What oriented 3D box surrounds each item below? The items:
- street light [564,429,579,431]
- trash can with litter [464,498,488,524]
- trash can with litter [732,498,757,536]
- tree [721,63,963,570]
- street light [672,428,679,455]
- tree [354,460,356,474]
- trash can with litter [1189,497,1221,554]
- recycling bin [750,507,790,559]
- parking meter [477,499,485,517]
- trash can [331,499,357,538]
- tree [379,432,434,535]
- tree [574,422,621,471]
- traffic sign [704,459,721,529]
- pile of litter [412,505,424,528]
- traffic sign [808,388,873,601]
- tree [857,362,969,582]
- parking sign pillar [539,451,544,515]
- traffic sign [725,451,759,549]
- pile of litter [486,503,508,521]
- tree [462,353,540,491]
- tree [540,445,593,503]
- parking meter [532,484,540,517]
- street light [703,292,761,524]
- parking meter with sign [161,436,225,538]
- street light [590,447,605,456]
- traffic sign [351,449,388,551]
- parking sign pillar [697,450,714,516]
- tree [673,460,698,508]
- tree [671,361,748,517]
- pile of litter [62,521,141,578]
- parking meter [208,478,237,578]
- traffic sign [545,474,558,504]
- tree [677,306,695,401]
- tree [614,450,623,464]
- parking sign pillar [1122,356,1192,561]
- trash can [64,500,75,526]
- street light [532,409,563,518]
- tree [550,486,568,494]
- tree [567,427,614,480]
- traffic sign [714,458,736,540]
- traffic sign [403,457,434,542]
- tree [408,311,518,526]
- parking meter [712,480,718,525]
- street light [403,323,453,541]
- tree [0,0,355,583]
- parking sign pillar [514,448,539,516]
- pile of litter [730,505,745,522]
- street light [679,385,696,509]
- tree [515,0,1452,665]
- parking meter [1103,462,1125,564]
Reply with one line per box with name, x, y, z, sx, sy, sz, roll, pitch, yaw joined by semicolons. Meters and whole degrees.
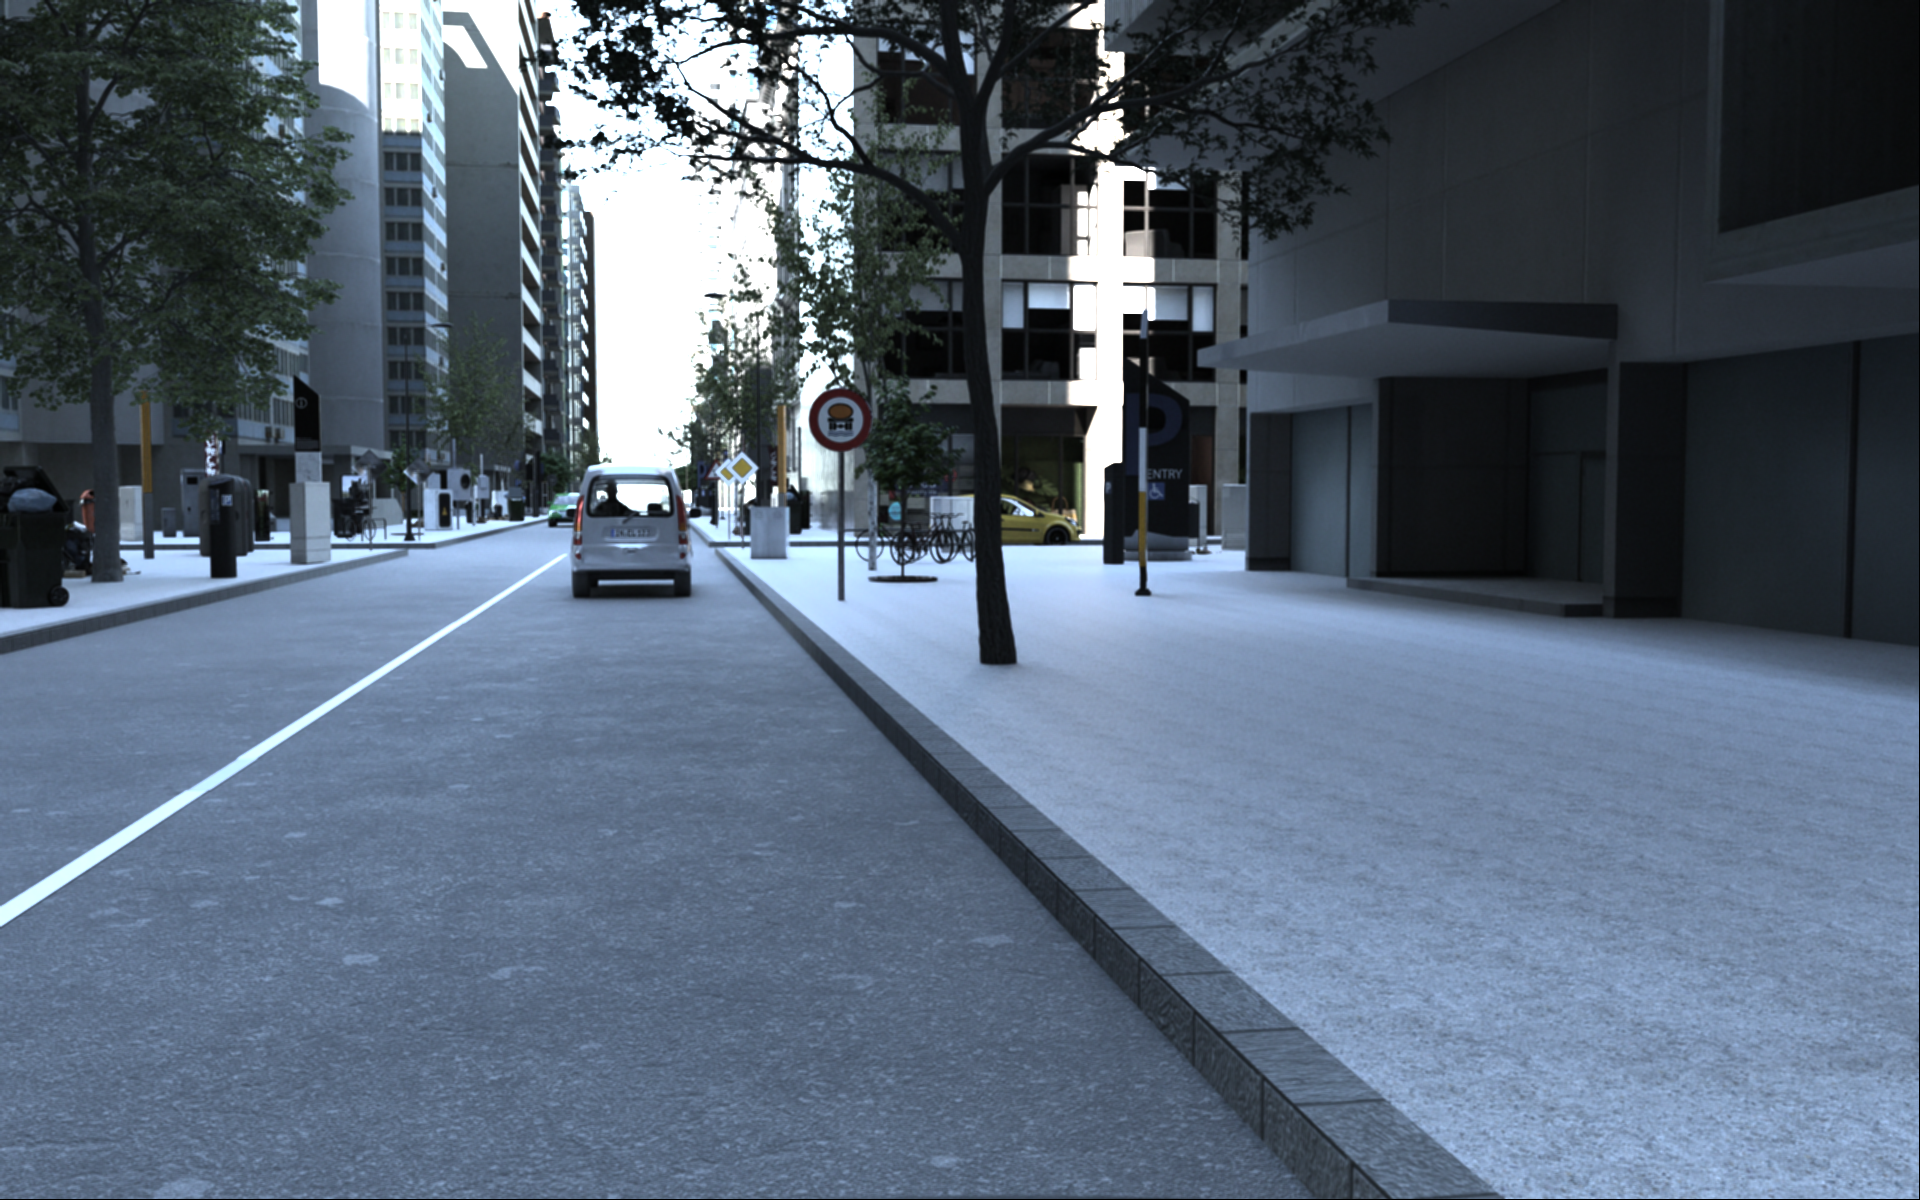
street light;-27.646;-9.182;122.670;1.470;5.913;1.316;-1;4;-10
trash can with litter;-21.083;-3.925;75.559;1.055;1.170;0.624;1;4;16
trash can with litter;-6.638;-2.582;53.610;1.055;1.170;0.624;2;4;35
tree;-1.685;-4.799;28.828;4.737;8.622;4.395;0;3;0
street light;-19.351;-9.111;121.502;1.470;5.913;1.316;-1;4;-10
tree;-30.010;-5.609;86.315;1.663;3.219;1.824;0;3;0
trash can with litter;4.484;-1.597;37.170;2.233;1.210;1.678;1;4;9
recycling bin;-3.783;-1.343;34.508;0.722;1.027;0.722;0;4;0
parking meter;-25.095;-5.036;90.745;0.372;1.533;0.369;0;3;0
trash can;-18.058;-2.395;50.806;0.748;1.137;0.748;0;3;0
tree;-17.492;-3.649;54.267;1.663;3.219;1.824;0;3;0
tree;-37.782;-13.979;178.919;4.737;8.622;4.395;0;3;0
traffic sign;-8.927;-3.883;63.491;0.884;2.594;0.081;-1;4;-9
pile of litter;-20.550;-3.202;66.326;1.176;0.858;1.719;0;4;3
traffic sign;-1.432;-1.268;20.830;0.768;2.556;0.104;0;4;-2
tree;-0.844;-1.883;25.395;1.663;3.219;1.824;0;3;0
parking sign pillar;-26.486;-7.309;107.966;1.447;3.967;1.447;3;4;39
traffic sign;-5.054;-2.238;40.237;0.795;2.450;0.064;-1;4;-10
pile of litter;-22.262;-4.287;84.050;1.719;0.858;1.176;-2;4;-29
tree;-23.696;-8.525;89.744;4.360;8.622;3.978;0;3;0
tree;-27.425;-8.103;116.198;4.285;4.588;4.351;0;3;0
parking meter;-24.085;-5.668;98.382;0.399;1.863;0.255;-1;4;-19
street light;-5.215;-4.136;40.161;1.470;5.913;1.316;-1;4;-10
parking meter with sign;-22.825;-3.383;51.567;1.738;3.016;0.543;-2;4;-32
street light;-35.875;-12.084;170.118;1.470;5.913;1.316;-1;4;-10
traffic sign;-13.230;-2.153;38.844;0.795;2.450;0.064;-1;4;-10
parking sign pillar;-14.826;-6.891;101.145;1.447;3.967;1.447;-3;4;-38
tree;-27.630;-11.573;172.933;4.285;4.588;4.351;0;3;0
tree;-13.599;-8.854;95.126;4.360;8.622;3.978;0;3;0
pile of litter;-13.570;-0.803;27.093;1.176;0.858;1.719;2;4;29
parking meter;-11.321;-1.112;26.588;0.372;1.533;0.369;0;3;0
traffic sign;-26.148;-6.775;110.870;0.768;2.556;0.104;0;4;-1
tree;-7.445;-6.660;59.246;4.737;8.622;4.395;0;3;0
tree;-55.638;-19.947;276.494;4.360;8.622;3.978;0;3;0
parking sign pillar;3.797;-2.761;33.609;1.447;3.967;1.447;0;4;6
trash can;-23.461;-2.052;45.197;0.748;1.137;0.748;0;3;0
street light;-22.693;-7.469;94.657;1.470;5.913;1.316;-1;4;-10
tree;-31.513;-8.621;135.554;1.663;3.219;1.824;0;3;0
tree;-41.057;-14.683;190.430;4.360;8.622;3.978;0;3;0
traffic sign;-6.420;-2.719;48.105;0.795;2.450;0.064;-1;4;-10
traffic sign;-14.596;-2.634;46.712;0.795;2.450;0.064;-1;4;-10
tree;-19.579;-7.238;68.710;4.737;8.622;4.395;0;3;0
parking meter;-10.112;-4.023;71.492;0.255;1.863;0.399;0;4;-6
street light;-14.456;-4.559;47.083;1.470;5.913;1.316;-1;4;-10
tree;-12.901;-6.545;25.139;7.486;12.596;7.792;0;3;0
parking sign pillar;-25.318;-6.808;99.786;1.447;3.967;1.447;0;4;-3
pile of litter;-9.890;-4.037;79.975;1.719;0.858;1.176;3;5;44
street light;-11.109;-6.197;73.863;1.470;5.913;1.316;-1;4;-10
tree;-0.049;-4.800;12.897;7.601;10.594;8.767;0;4;6
parking meter;2.815;-1.592;31.739;0.255;1.863;0.399;-2;4;-27
